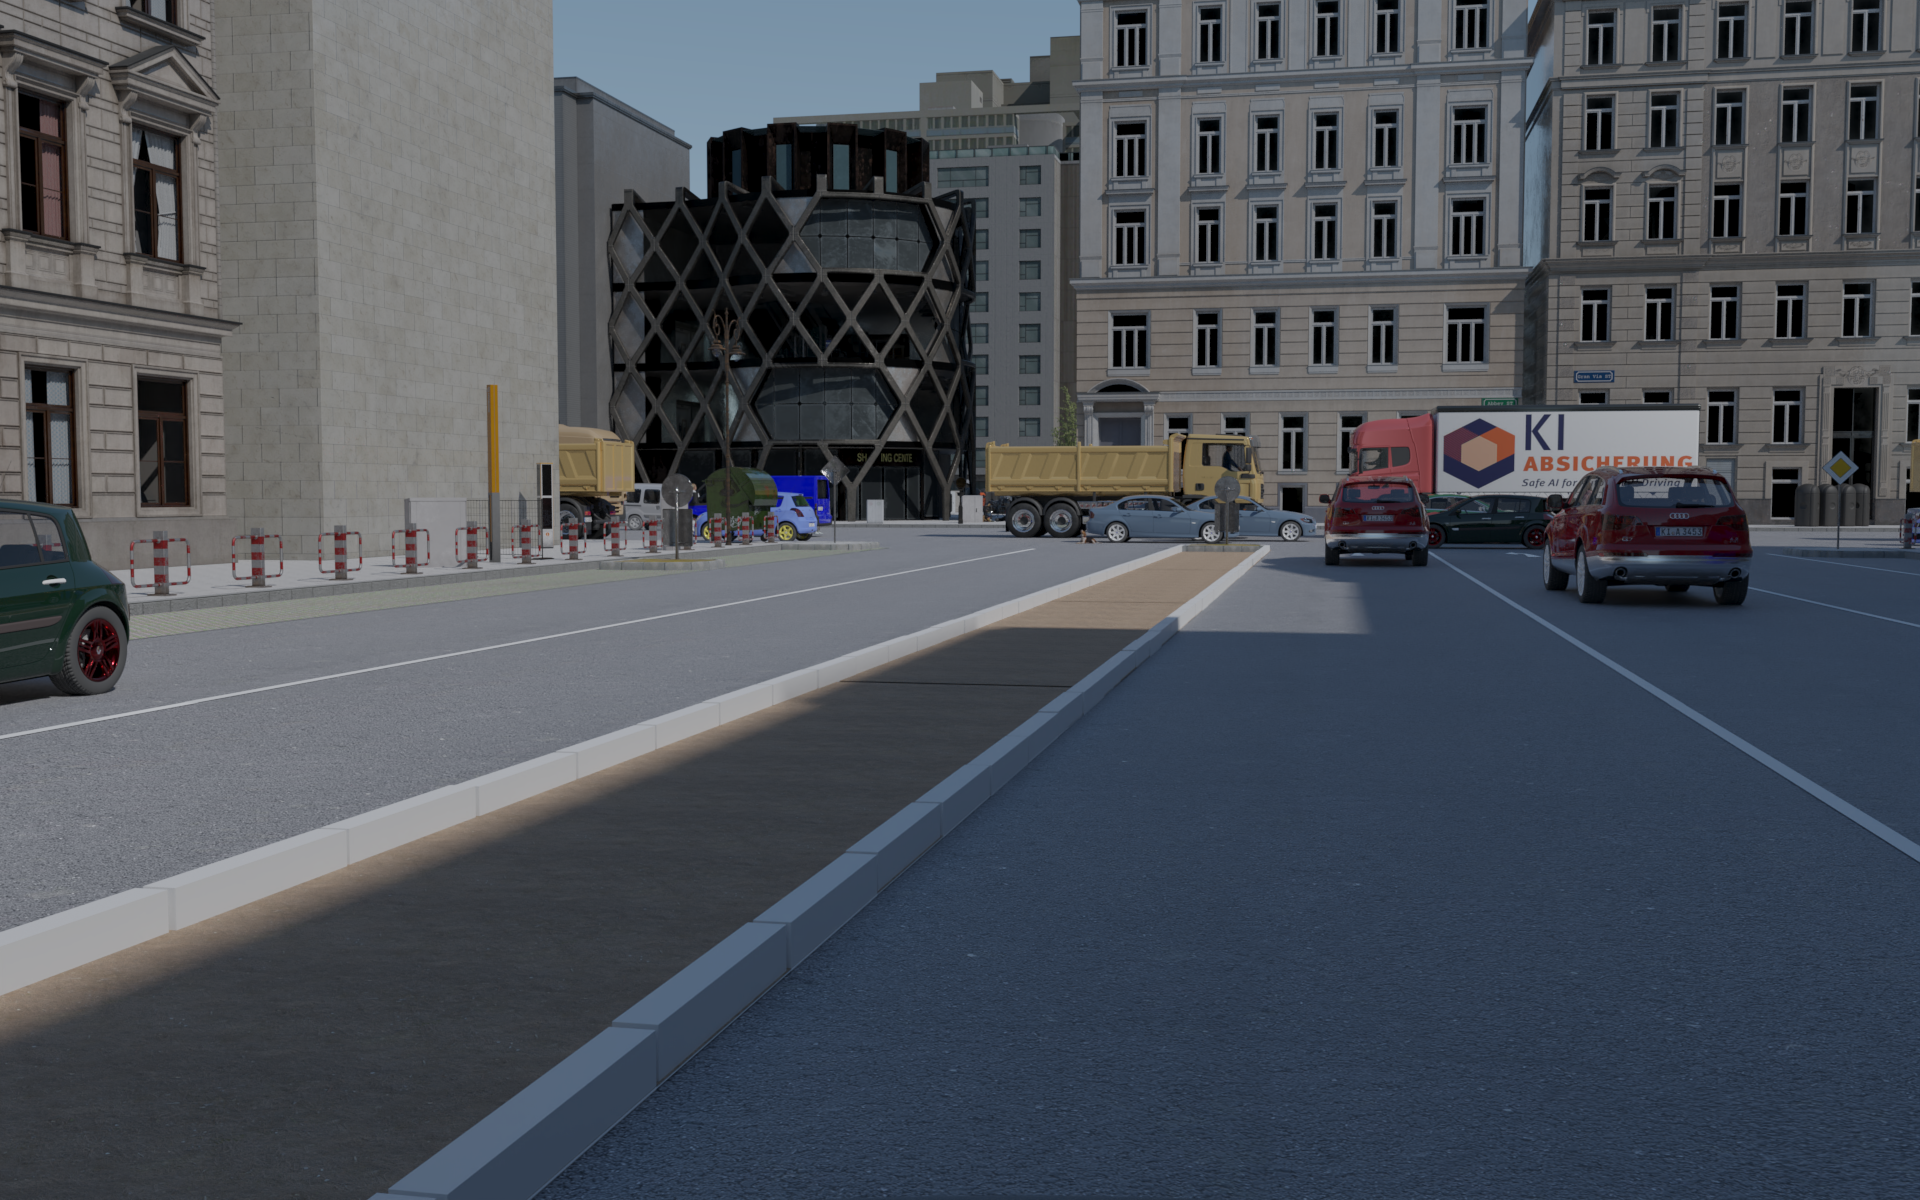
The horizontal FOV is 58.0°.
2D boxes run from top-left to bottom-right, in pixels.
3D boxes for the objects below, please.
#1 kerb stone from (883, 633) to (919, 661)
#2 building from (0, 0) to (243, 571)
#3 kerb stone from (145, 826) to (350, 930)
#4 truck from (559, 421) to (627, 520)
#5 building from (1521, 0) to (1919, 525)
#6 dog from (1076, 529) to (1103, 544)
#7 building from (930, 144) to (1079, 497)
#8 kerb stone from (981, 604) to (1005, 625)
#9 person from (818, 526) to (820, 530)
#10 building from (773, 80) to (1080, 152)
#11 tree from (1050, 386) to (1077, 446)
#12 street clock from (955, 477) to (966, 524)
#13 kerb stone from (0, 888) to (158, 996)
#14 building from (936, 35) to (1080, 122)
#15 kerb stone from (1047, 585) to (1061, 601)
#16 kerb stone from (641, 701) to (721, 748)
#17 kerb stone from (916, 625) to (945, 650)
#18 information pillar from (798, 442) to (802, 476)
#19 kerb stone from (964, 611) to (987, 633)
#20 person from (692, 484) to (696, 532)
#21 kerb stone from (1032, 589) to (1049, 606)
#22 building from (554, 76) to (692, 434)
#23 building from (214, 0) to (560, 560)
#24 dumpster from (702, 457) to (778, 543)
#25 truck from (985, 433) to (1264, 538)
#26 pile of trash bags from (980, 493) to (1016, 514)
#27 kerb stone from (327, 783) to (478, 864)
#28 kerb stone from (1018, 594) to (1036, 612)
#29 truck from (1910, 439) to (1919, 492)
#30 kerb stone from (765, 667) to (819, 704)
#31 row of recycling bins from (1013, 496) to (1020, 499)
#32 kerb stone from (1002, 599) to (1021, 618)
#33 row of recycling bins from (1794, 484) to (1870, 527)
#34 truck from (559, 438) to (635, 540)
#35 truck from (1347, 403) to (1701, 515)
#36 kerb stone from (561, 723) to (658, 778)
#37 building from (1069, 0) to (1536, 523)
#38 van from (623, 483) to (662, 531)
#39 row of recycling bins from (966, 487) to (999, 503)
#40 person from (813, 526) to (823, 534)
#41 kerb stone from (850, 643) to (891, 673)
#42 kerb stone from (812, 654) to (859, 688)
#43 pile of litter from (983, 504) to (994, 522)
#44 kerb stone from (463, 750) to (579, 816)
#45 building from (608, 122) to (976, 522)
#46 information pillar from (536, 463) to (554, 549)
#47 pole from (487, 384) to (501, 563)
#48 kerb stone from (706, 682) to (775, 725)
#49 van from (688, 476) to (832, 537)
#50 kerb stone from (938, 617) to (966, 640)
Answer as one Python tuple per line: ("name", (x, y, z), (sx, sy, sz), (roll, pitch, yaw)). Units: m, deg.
("kerb stone", (-0.557, 0.429, 15.187), (0.120, 0.150, 1.000), (1, 4, 12))
("building", (-19.971, -9.738, 23.847), (10.561, 19.102, 19.286), (1, 4, 12))
("kerb stone", (-2.507, 0.982, 6.143), (0.120, 0.150, 1.000), (1, 4, 12))
("truck", (-17.342, -4.580, 63.797), (11.283, 4.237, 2.839), (1, 4, 11))
("building", (37.818, -17.034, 75.767), (25.104, 27.353, 12.463), (1, 4, 12))
("dog", (3.734, -1.824, 50.013), (0.748, 0.427, 0.550), (1, 4, 11))
("building", (4.962, -22.955, 147.016), (14.160, 30.474, 14.107), (1, 4, 12))
("kerb stone", (0.314, 0.184, 19.198), (0.120, 0.150, 1.000), (1, 4, 12))
("person", (-5.603, -3.476, 65.886), (0.990, 1.755, 0.434), (1, 4, 19))
("building", (0.907, -29.066, 167.112), (32.217, 40.220, 23.993), (1, 4, 12))
("tree", (7.656, -9.930, 112.712), (4.737, 8.622, 4.395), (0, 3, 0))
("street clock", (0.025, -4.264, 74.284), (0.471, 2.002, 0.358), (-1, 4, -11))
("kerb stone", (-2.732, 1.043, 5.142), (0.120, 0.150, 1.000), (1, 4, 12))
("building", (9.955, -34.588, 189.223), (21.600, 48.544, 21.300), (1, 4, 12))
("kerb stone", (1.185, -0.064, 23.243), (0.120, 0.150, 1.000), (1, 4, 12))
("kerb stone", (-1.645, 0.740, 10.163), (0.120, 0.150, 1.000), (1, 4, 12))
("kerb stone", (-0.335, 0.373, 16.189), (0.120, 0.150, 1.000), (1, 4, 12))
("information pillar", (-7.230, -5.314, 78.242), (0.183, 3.616, 0.504), (-1, 4, -17))
("kerb stone", (0.101, 0.248, 18.194), (0.120, 0.150, 1.000), (1, 4, 12))
("person", (-9.522, -3.246, 61.794), (0.478, 1.798, 0.641), (2, 4, 34))
("kerb stone", (0.969, -0.002, 22.229), (0.120, 0.150, 1.000), (1, 4, 12))
("building", (-30.722, -16.608, 90.610), (30.058, 24.678, 14.314), (1, 4, 12))
("building", (-19.366, -11.308, 39.633), (16.860, 20.320, 10.420), (1, 4, 12))
("dumpster", (-5.805, -2.638, 45.627), (1.502, 2.255, 1.985), (1, 4, 12))
("truck", (5.850, -3.719, 56.735), (9.791, 3.379, 3.469), (1, 4, 13))
("pile of trash bags", (2.321, -6.173, 110.677), (1.912, 1.369, 3.447), (3, 5, 43))
("kerb stone", (-2.296, 0.922, 7.147), (0.120, 0.150, 1.000), (1, 4, 12))
("kerb stone", (0.755, 0.060, 21.209), (0.120, 0.150, 1.000), (1, 4, 12))
("truck", (34.237, -3.432, 52.041), (9.791, 3.379, 3.469), (1, 4, 11))
("kerb stone", (-1.210, 0.614, 12.172), (0.120, 0.150, 1.000), (1, 4, 12))
("row of recycling bins", (5.559, -7.341, 127.135), (3.534, 1.692, 1.069), (-1, 4, -12))
("kerb stone", (0.531, 0.122, 20.206), (0.120, 0.150, 1.000), (1, 4, 12))
("row of recycling bins", (34.523, -3.750, 68.432), (3.534, 1.692, 1.069), (-1, 4, -22))
("truck", (-15.372, -3.619, 55.097), (9.791, 3.379, 3.469), (1, 4, 13))
("truck", (17.551, -4.087, 55.730), (11.283, 4.237, 2.839), (1, 4, 11))
("kerb stone", (-1.860, 0.803, 9.152), (0.120, 0.150, 1.000), (1, 4, 12))
("building", (16.002, -18.098, 81.810), (20.117, 28.700, 13.634), (1, 4, 12))
("van", (-11.282, -3.757, 68.444), (4.112, 2.044, 2.013), (1, 4, 13))
("row of recycling bins", (1.433, -7.101, 123.208), (1.069, 1.692, 3.534), (3, 5, 44))
("person", (-5.070, -3.252, 61.797), (0.434, 1.807, 0.598), (3, 5, 41))
("kerb stone", (-0.773, 0.490, 14.184), (0.120, 0.150, 1.000), (1, 4, 12))
("kerb stone", (-0.984, 0.553, 13.179), (0.120, 0.150, 1.000), (1, 4, 12))
("pile of litter", (1.031, -4.021, 79.703), (1.176, 0.858, 1.719), (1, 4, 9))
("kerb stone", (-2.076, 0.867, 8.150), (0.120, 0.150, 1.000), (1, 4, 12))
("building", (-7.326, -13.492, 88.052), (16.811, 18.784, 16.820), (1, 4, 12))
("information pillar", (-9.773, -2.220, 40.796), (0.304, 2.012, 0.304), (-2, 4, -32))
("pole", (-8.718, -2.356, 32.368), (0.158, 3.312, 0.155), (0, 3, 0))
("kerb stone", (-1.428, 0.675, 11.165), (0.120, 0.150, 1.000), (1, 4, 12))
("van", (-7.037, -3.304, 58.405), (5.245, 2.365, 2.240), (1, 4, 10))
("kerb stone", (-0.125, 0.307, 17.193), (0.120, 0.150, 1.000), (1, 4, 12))
